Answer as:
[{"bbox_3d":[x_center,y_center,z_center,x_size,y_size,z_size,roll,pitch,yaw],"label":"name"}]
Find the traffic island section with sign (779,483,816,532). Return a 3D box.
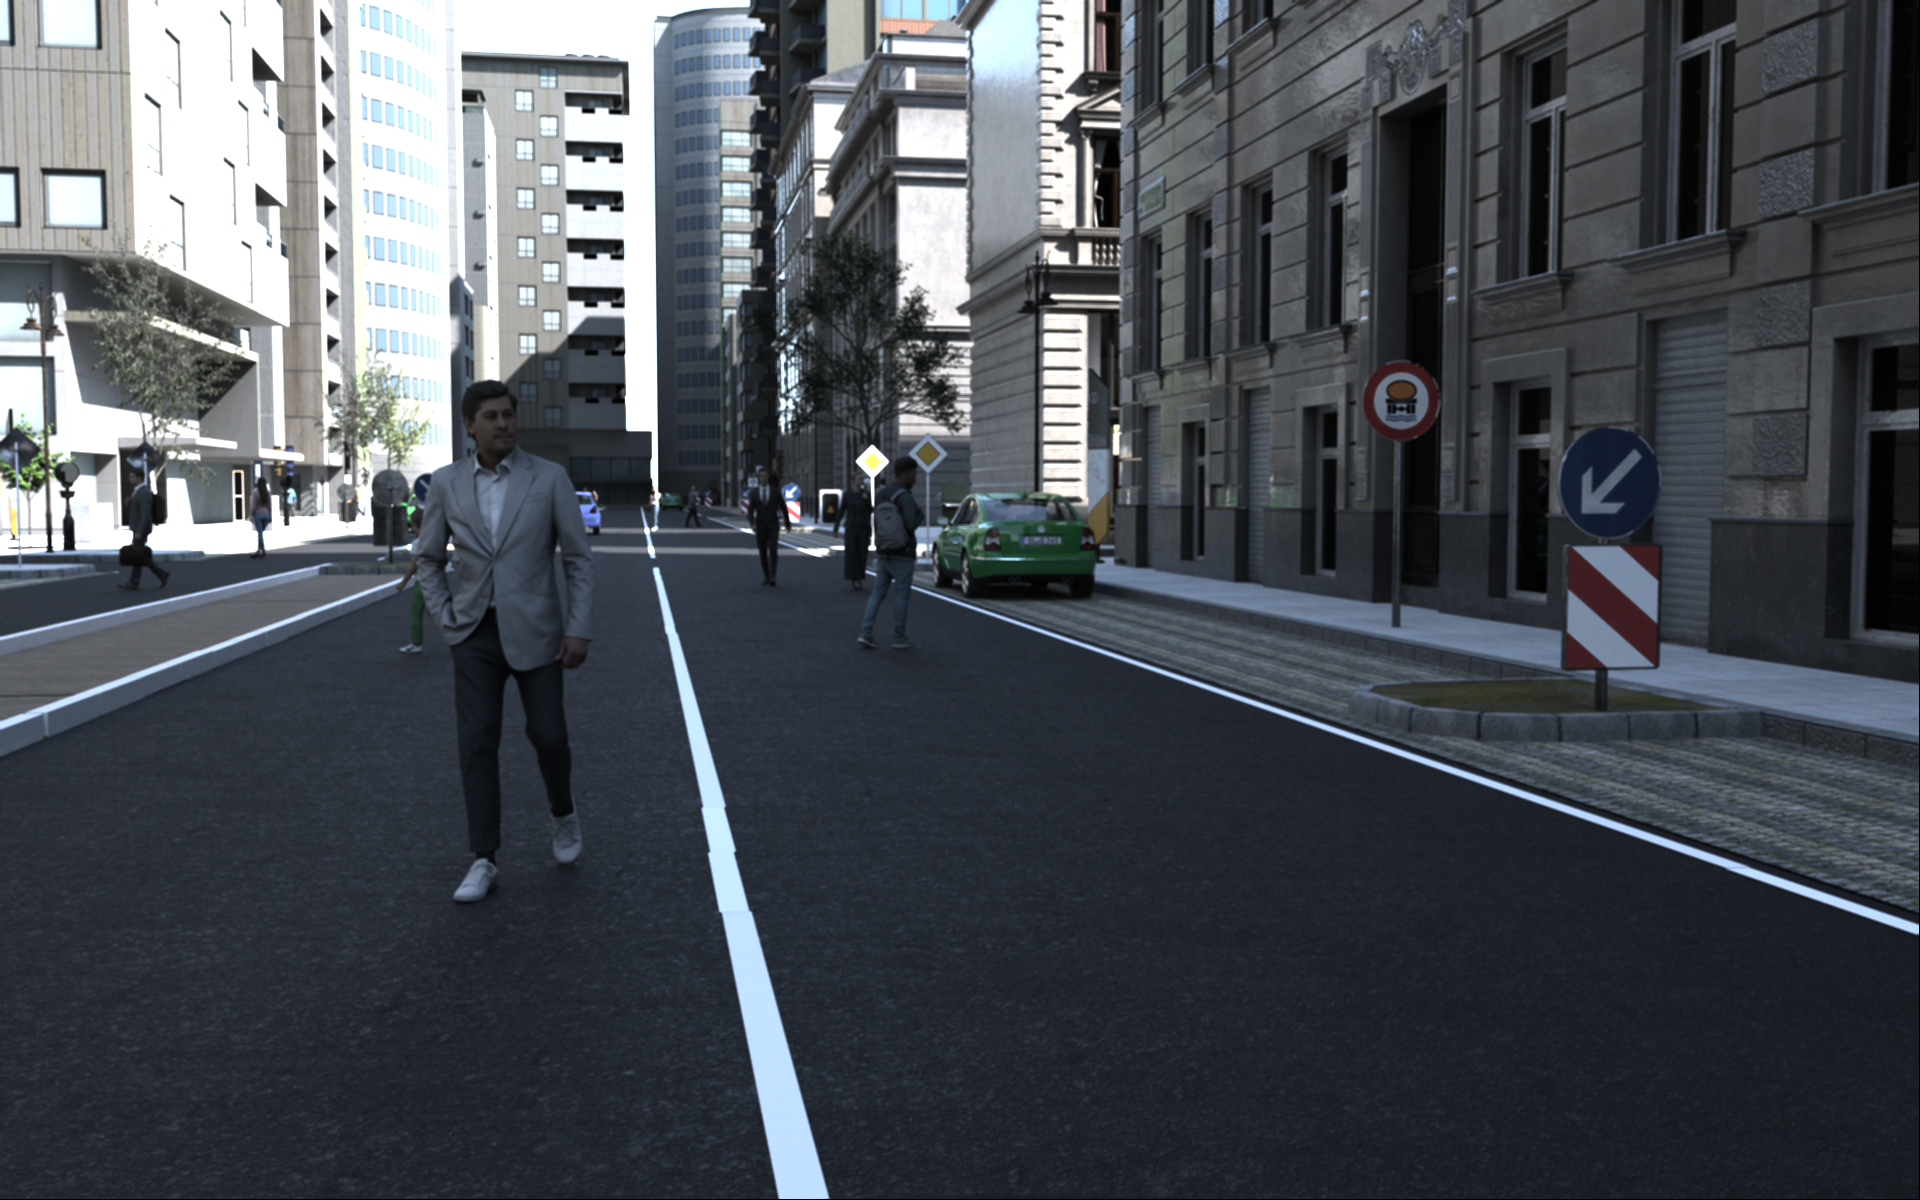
[{"bbox_3d":[-6.527,-3.460,65.201,1.989,1.847,2.006,-1,4,-10],"label":"traffic island section with sign"}]

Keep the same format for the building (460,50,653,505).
[{"bbox_3d":[-51.064,-37.818,207.567,27.495,52.752,28.713,-1,4,-10],"label":"building"}]

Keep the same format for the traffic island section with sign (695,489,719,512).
[{"bbox_3d":[-20.762,-8.150,141.878,1.989,1.847,2.006,-1,4,-10],"label":"traffic island section with sign"}]

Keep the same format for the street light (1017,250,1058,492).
[{"bbox_3d":[1.468,-3.686,33.058,0.468,5.910,1.993,-1,4,-10],"label":"street light"}]

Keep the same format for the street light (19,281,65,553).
[{"bbox_3d":[-19.965,-3.977,37.816,0.468,5.910,1.993,-1,4,-10],"label":"street light"}]

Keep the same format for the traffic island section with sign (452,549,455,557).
[{"bbox_3d":[-11.822,-1.879,38.859,2.006,1.907,1.989,-1,4,-10],"label":"traffic island section with sign"}]

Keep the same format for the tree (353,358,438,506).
[{"bbox_3d":[-30.801,-8.809,94.395,4.737,8.622,4.395,0,3,0],"label":"tree"}]

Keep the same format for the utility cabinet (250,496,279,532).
[{"bbox_3d":[-23.690,-2.926,58.996,1.020,1.237,0.306,2,4,24],"label":"utility cabinet"}]

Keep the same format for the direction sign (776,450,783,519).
[{"bbox_3d":[-9.287,-5.949,89.265,0.379,3.537,0.876,-2,4,-29],"label":"direction sign"}]

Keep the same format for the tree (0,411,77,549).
[{"bbox_3d":[-22.025,-2.822,40.742,1.663,3.219,1.824,0,3,0],"label":"tree"}]

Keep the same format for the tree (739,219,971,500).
[{"bbox_3d":[-3.049,-7.615,58.922,7.601,10.594,8.767,2,4,32],"label":"tree"}]

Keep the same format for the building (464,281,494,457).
[{"bbox_3d":[-56.069,-18.712,150.974,27.650,21.520,28.899,-1,4,-10],"label":"building"}]

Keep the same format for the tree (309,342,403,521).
[{"bbox_3d":[-28.687,-8.099,82.779,4.360,8.622,3.978,0,3,0],"label":"tree"}]

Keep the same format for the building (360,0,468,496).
[{"bbox_3d":[-47.424,-35.492,122.299,21.231,58.520,28.212,-1,4,-10],"label":"building"}]

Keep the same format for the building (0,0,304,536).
[{"bbox_3d":[-40.773,-28.930,62.249,28.713,52.752,27.495,-1,4,-10],"label":"building"}]

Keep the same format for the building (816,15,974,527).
[{"bbox_3d":[1.283,-14.540,79.534,13.314,21.916,24.055,-1,4,-10],"label":"building"}]

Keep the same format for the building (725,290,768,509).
[{"bbox_3d":[-7.463,-19.473,163.421,27.650,21.520,28.899,-1,4,-10],"label":"building"}]

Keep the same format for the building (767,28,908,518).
[{"bbox_3d":[-4.293,-18.717,103.288,12.463,27.353,25.104,-1,4,-10],"label":"building"}]

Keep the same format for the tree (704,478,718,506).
[{"bbox_3d":[-27.260,-12.065,191.871,1.663,3.219,1.824,0,3,0],"label":"tree"}]

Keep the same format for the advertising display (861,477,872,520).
[{"bbox_3d":[-3.559,-3.742,66.401,0.123,1.923,0.974,-3,5,-43],"label":"advertising display"}]

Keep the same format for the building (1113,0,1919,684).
[{"bbox_3d":[10.550,-13.606,19.725,12.463,27.353,25.104,-1,4,-10],"label":"building"}]

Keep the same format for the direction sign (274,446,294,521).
[{"bbox_3d":[-31.745,-5.467,81.375,0.876,3.537,0.379,-1,4,-10],"label":"direction sign"}]

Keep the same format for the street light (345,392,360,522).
[{"bbox_3d":[-27.599,-6.487,78.847,0.468,5.910,1.993,-1,4,-10],"label":"street light"}]

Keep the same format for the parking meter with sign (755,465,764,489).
[{"bbox_3d":[-12.076,-6.637,104.781,0.543,3.016,1.738,-1,4,-10],"label":"parking meter with sign"}]

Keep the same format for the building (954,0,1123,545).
[{"bbox_3d":[10.211,-13.420,48.291,19.941,23.489,11.050,-1,4,-10],"label":"building"}]

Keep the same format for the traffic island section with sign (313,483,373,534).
[{"bbox_3d":[-22.082,-3.285,62.333,1.989,1.847,2.006,-1,4,-10],"label":"traffic island section with sign"}]

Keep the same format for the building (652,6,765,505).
[{"bbox_3d":[-22.428,-40.796,209.013,28.212,58.520,21.231,-1,4,-10],"label":"building"}]

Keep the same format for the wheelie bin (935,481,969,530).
[{"bbox_3d":[-0.134,-2.142,42.936,0.980,1.594,0.693,1,4,9],"label":"wheelie bin"}]

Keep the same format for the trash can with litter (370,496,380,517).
[{"bbox_3d":[-32.632,-5.229,96.878,0.624,1.170,1.055,-2,4,-28],"label":"trash can with litter"}]

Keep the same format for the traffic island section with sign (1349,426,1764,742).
[{"bbox_3d":[3.569,-0.139,10.908,1.989,1.847,2.006,-1,4,-10],"label":"traffic island section with sign"}]

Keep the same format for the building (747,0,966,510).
[{"bbox_3d":[-4.826,-29.312,133.879,22.147,44.769,28.867,-1,4,-10],"label":"building"}]

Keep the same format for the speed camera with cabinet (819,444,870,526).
[{"bbox_3d":[-4.572,-4.561,68.905,2.038,3.252,0.660,0,3,0],"label":"speed camera with cabinet"}]

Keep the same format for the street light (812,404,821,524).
[{"bbox_3d":[-6.197,-6.219,74.475,0.468,5.910,1.993,-1,4,-10],"label":"street light"}]

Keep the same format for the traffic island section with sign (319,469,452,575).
[{"bbox_3d":[-10.479,-1.434,31.574,2.006,1.907,1.989,-1,4,-10],"label":"traffic island section with sign"}]

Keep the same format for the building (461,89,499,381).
[{"bbox_3d":[-54.560,-30.145,176.458,14.086,41.232,14.154,-1,4,-10],"label":"building"}]

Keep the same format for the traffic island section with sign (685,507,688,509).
[{"bbox_3d":[-25.719,-9.782,168.561,1.989,1.847,2.006,-1,4,-10],"label":"traffic island section with sign"}]

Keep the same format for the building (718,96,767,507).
[{"bbox_3d":[-18.329,-30.525,182.685,14.154,41.232,14.086,-1,4,-10],"label":"building"}]

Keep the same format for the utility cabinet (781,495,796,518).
[{"bbox_3d":[-9.371,-5.106,94.636,1.020,1.237,0.306,3,5,42],"label":"utility cabinet"}]

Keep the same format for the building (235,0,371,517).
[{"bbox_3d":[-41.425,-25.238,96.235,14.154,41.232,14.086,-1,4,-10],"label":"building"}]

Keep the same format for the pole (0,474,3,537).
[{"bbox_3d":[-28.743,-3.538,51.692,0.158,3.312,0.155,0,3,0],"label":"pole"}]

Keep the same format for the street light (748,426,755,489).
[{"bbox_3d":[-13.832,-8.685,114.788,0.468,5.910,1.993,-1,4,-10],"label":"street light"}]

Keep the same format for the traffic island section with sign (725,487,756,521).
[{"bbox_3d":[-11.442,-5.081,91.706,1.989,1.847,2.006,-1,4,-10],"label":"traffic island section with sign"}]
